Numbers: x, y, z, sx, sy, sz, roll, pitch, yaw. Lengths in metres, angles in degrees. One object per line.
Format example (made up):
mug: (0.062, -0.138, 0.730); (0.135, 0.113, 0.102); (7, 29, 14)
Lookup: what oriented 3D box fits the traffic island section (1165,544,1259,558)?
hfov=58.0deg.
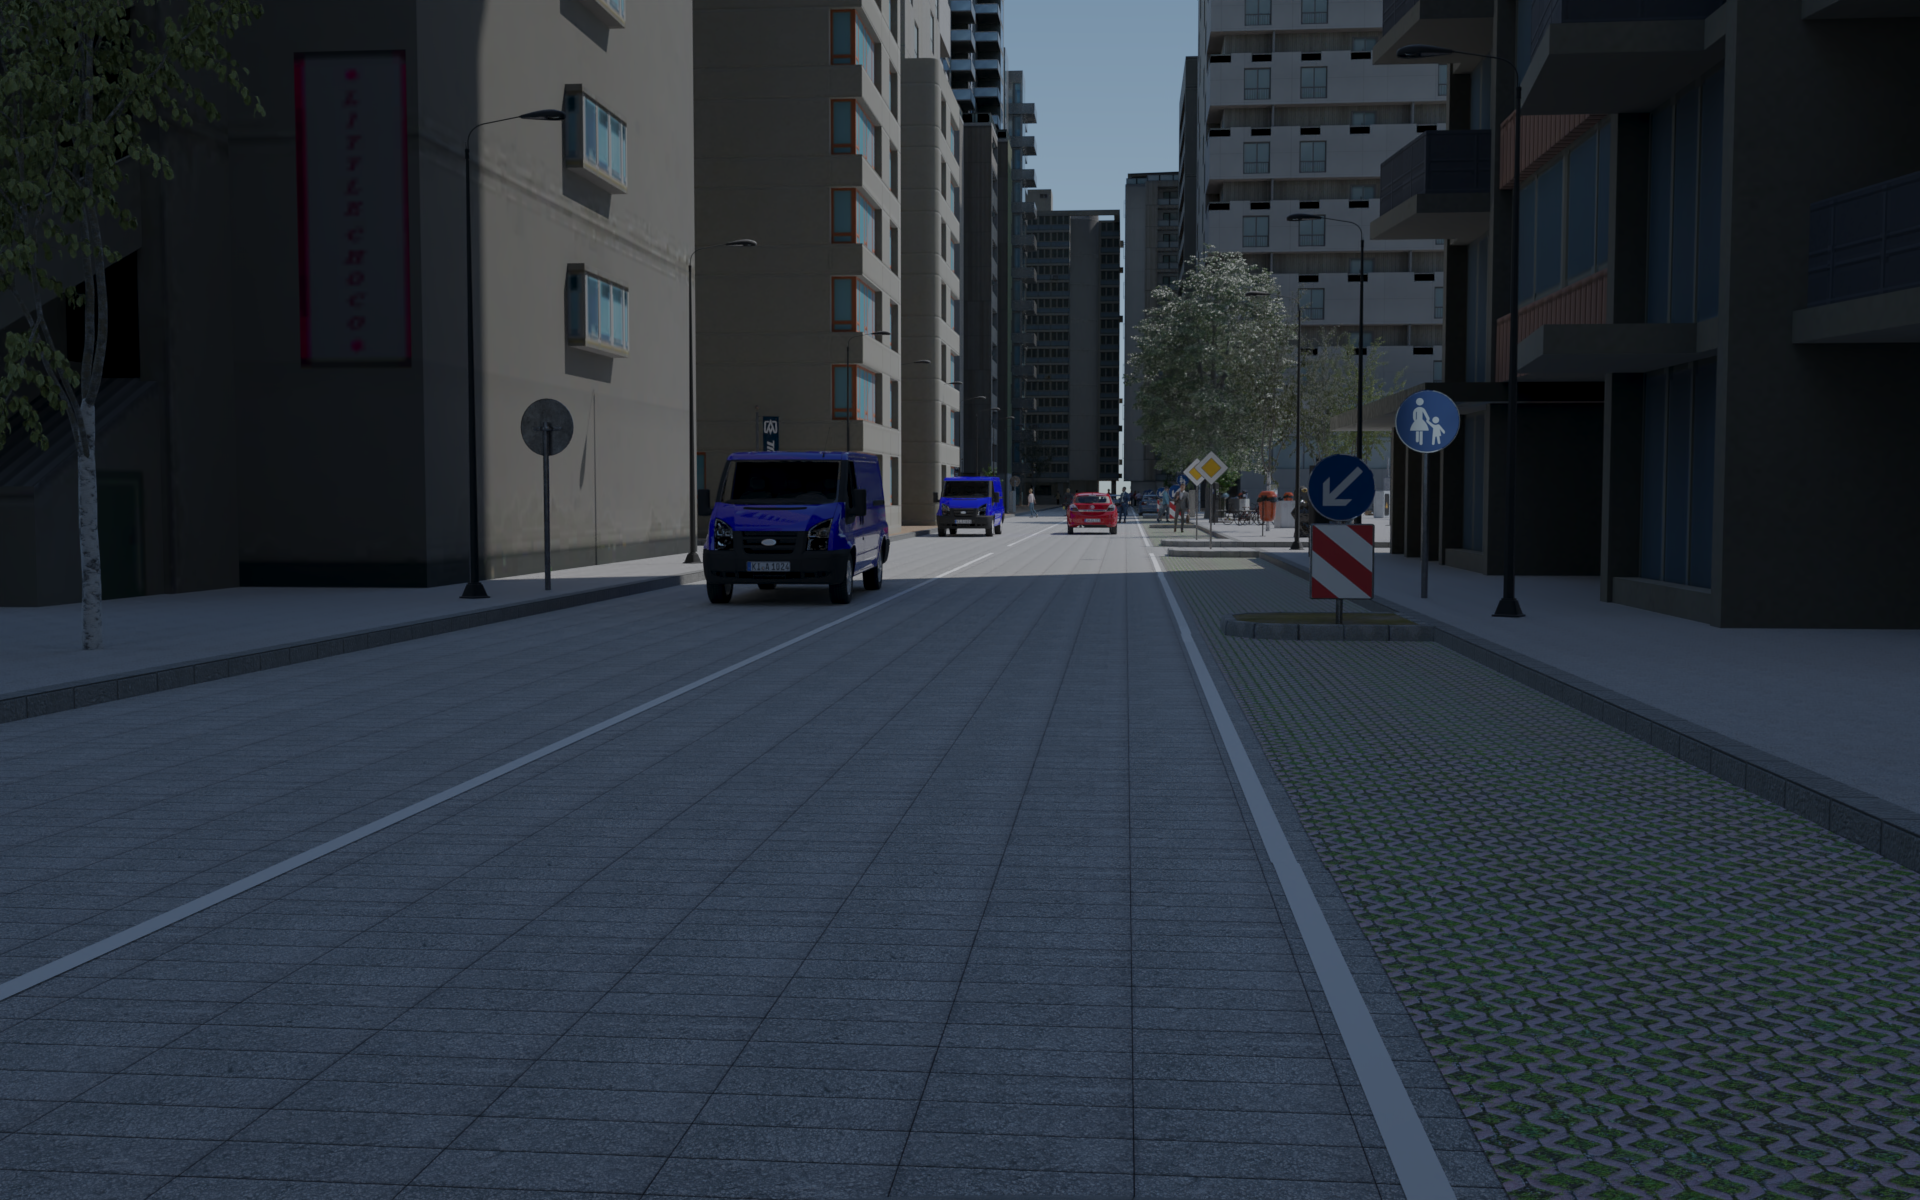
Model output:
traffic island section: (5.841, -1.097, 40.217); (2.009, 0.180, 2.903); (0, 4, 5)

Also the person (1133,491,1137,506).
person: (20.152, -11.639, 198.742); (0.705, 1.831, 1.348); (3, 5, 40)

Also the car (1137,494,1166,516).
car: (12.723, -6.288, 114.813); (2.014, 1.417, 4.499); (0, 4, 5)

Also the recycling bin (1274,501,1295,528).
recycling bin: (12.295, -3.223, 65.252); (0.722, 1.027, 0.722); (-1, 4, -11)

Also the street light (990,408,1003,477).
street light: (1.455, -7.400, 93.529); (1.470, 5.913, 1.316); (0, 4, 5)

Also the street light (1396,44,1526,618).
street light: (5.211, -2.782, 18.032); (1.470, 5.913, 1.316); (0, 4, 5)

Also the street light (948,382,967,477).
street light: (-0.593, -6.063, 71.675); (1.470, 5.913, 1.316); (0, 4, 5)

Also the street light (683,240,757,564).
street light: (-4.408, -3.626, 31.823); (1.470, 5.913, 1.316); (0, 4, 5)

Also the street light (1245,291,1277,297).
street light: (7.217, -4.111, 39.754); (1.470, 5.913, 1.316); (0, 4, 5)

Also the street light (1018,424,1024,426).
street light: (3.545, -8.713, 114.994); (1.470, 5.913, 1.316); (0, 4, 5)

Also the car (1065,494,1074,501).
car: (11.351, -9.907, 171.013); (2.155, 1.783, 4.494); (0, 4, 4)

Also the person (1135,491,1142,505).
person: (17.243, -9.643, 167.099); (0.756, 1.711, 0.436); (0, 4, 6)

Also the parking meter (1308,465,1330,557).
parking meter: (7.328, -1.808, 35.276); (0.399, 1.863, 0.255); (-1, 4, -19)

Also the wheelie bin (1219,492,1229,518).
wheelie bin: (14.002, -5.218, 93.218); (0.980, 1.594, 0.693); (1, 4, 18)

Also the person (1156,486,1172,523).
person: (10.216, -4.782, 86.549); (0.748, 1.841, 0.638); (1, 4, 17)

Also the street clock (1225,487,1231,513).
street clock: (17.798, -6.770, 115.266); (0.471, 2.002, 0.358); (2, 4, 35)

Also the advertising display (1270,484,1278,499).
advertising display: (20.386, -6.572, 112.670); (0.123, 1.923, 0.974); (3, 5, 40)

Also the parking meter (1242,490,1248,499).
parking meter: (18.050, -6.192, 109.654); (0.372, 1.533, 0.369); (0, 3, 0)

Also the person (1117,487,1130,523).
person: (8.049, -4.692, 85.404); (0.721, 1.800, 0.419); (3, 5, 43)

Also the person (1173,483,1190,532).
person: (8.224, -3.420, 64.386); (0.622, 1.834, 0.822); (0, 3, 0)

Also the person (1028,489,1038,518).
person: (4.457, -5.855, 104.906); (0.598, 1.740, 0.731); (1, 4, 17)

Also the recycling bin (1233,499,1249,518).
recycling bin: (15.022, -4.895, 92.595); (0.722, 1.027, 0.722); (2, 4, 28)

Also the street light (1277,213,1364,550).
street light: (6.098, -3.439, 28.772); (1.470, 5.913, 1.316); (0, 4, 5)

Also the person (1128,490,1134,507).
person: (18.798, -11.103, 189.899); (0.709, 1.838, 0.599); (-2, 4, -28)

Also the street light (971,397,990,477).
street light: (0.520, -6.733, 82.618); (1.470, 5.913, 1.316); (0, 4, 5)

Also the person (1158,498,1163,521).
person: (10.719, -4.790, 91.829); (0.382, 1.210, 0.505); (-2, 4, -34)

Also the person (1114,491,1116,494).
person: (17.532, -11.460, 196.593); (0.721, 1.735, 1.217); (2, 4, 24)

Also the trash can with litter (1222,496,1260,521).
trash can with litter: (13.558, -4.408, 83.122); (2.233, 1.210, 1.678); (0, 4, -4)

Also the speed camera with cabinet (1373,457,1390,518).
speed camera with cabinet: (22.789, -6.012, 92.627); (0.660, 3.252, 2.038); (2, 4, 35)

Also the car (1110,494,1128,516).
car: (10.286, -6.318, 115.298); (2.014, 1.417, 4.499); (0, 4, 6)

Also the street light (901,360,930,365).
street light: (-1.724, -5.364, 60.244); (1.470, 5.913, 1.316); (0, 4, 5)

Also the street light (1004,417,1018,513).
street light: (2.569, -8.054, 104.223); (1.470, 5.913, 1.316); (0, 4, 5)

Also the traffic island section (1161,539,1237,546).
traffic island section: (6.601, -1.583, 48.166); (2.009, 0.180, 2.903); (0, 4, 5)

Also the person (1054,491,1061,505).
person: (11.567, -12.009, 204.942); (1.348, 1.812, 0.705); (-3, 5, -42)

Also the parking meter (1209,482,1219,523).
parking meter: (11.238, -4.335, 76.591); (0.399, 1.863, 0.255); (3, 5, 45)

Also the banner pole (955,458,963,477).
banner pole: (-0.076, -8.045, 121.560); (0.863, 3.779, 0.401); (0, 4, 7)

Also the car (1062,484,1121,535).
car: (4.779, -3.288, 62.806); (2.155, 1.783, 4.494); (0, 4, 4)

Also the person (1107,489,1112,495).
person: (11.039, -7.346, 128.571); (1.348, 1.831, 0.705); (1, 4, 9)

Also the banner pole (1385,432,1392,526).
banner pole: (17.476, -4.897, 70.077); (0.401, 3.779, 0.863); (0, 4, 5)

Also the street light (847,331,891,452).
street light: (-2.663, -4.706, 49.488); (1.470, 5.913, 1.316); (0, 4, 5)

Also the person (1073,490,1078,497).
person: (10.892, -9.331, 161.068); (1.348, 1.823, 0.705); (3, 5, 40)

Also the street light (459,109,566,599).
street light: (-5.446, -2.971, 21.121); (1.470, 5.913, 1.316); (0, 4, 5)

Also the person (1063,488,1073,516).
person: (7.450, -6.425, 113.771); (1.509, 1.804, 0.699); (3, 4, 37)
